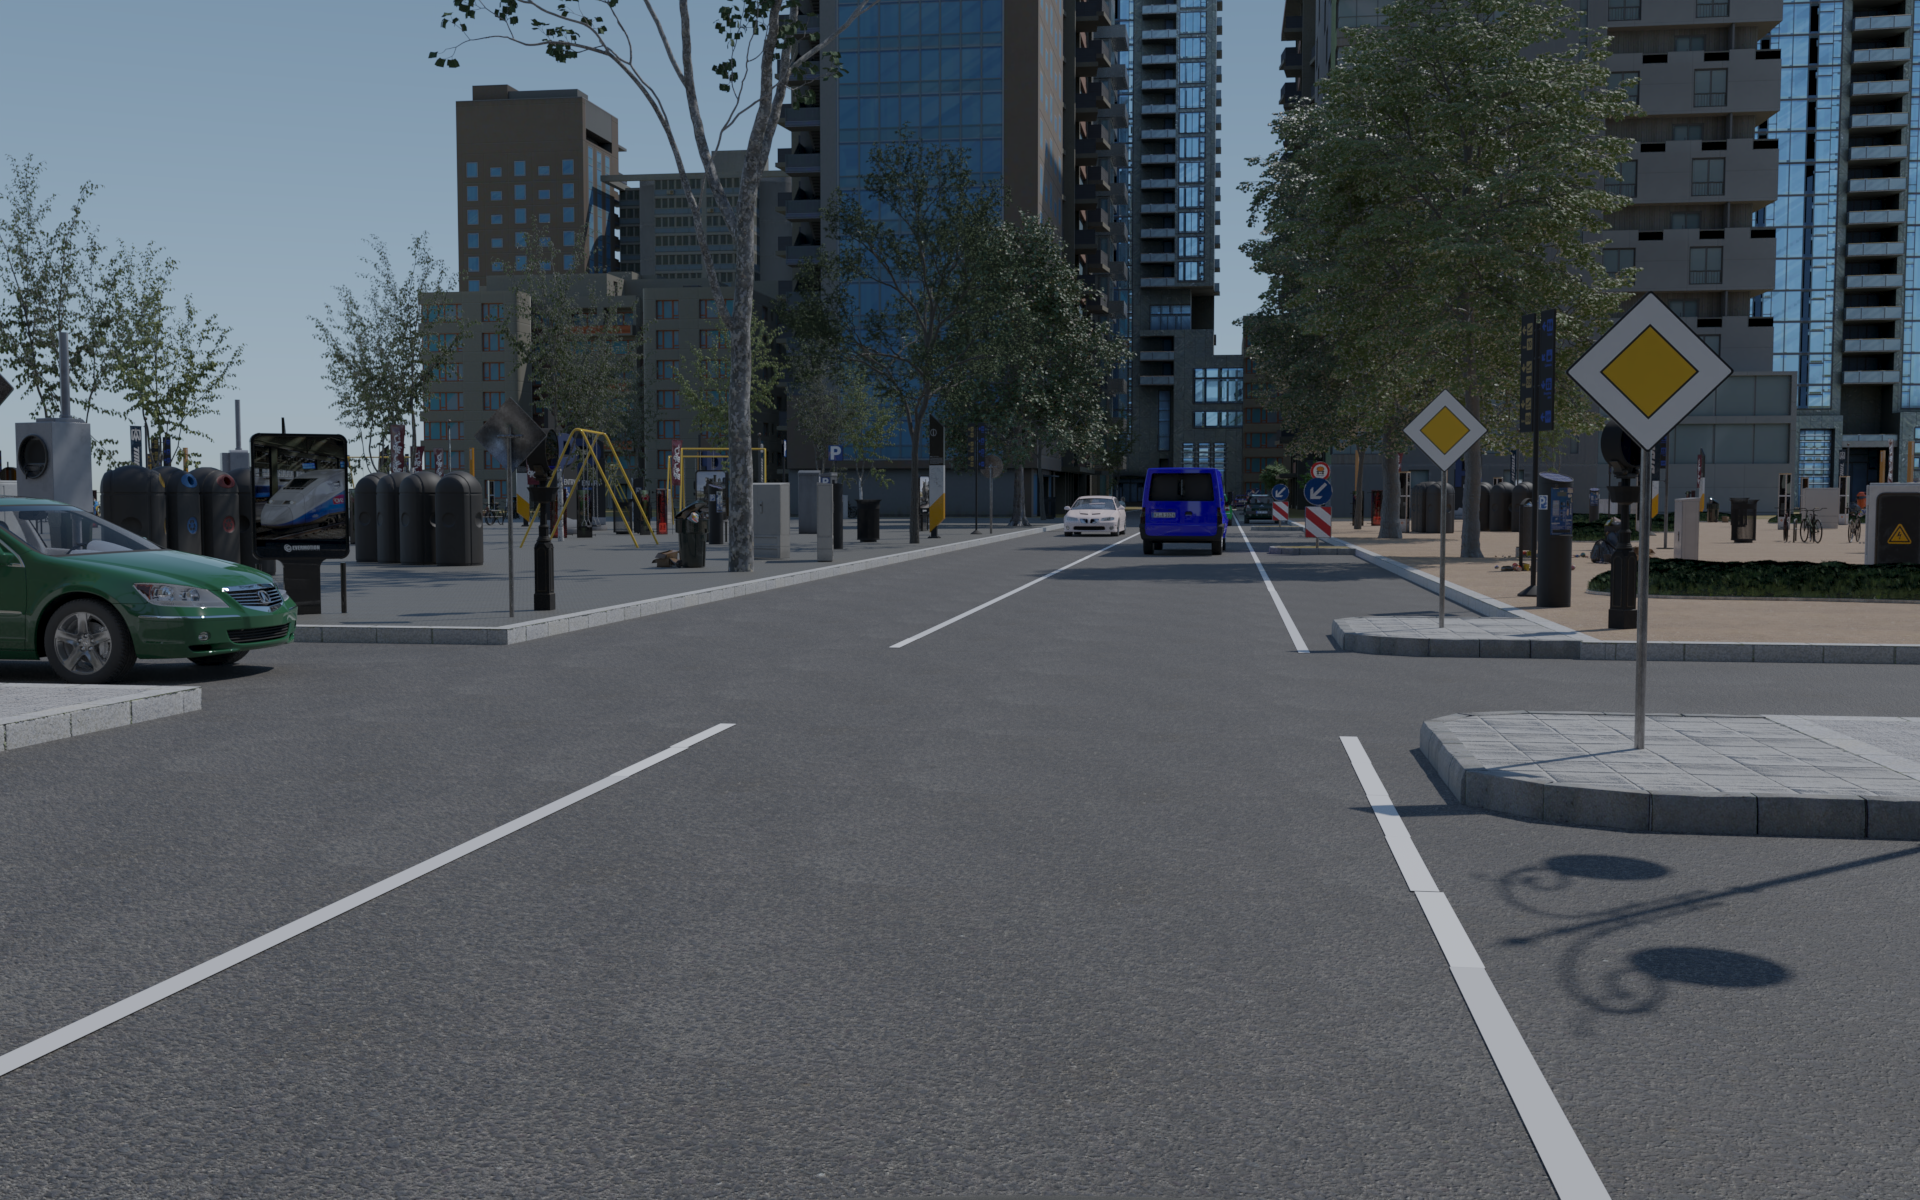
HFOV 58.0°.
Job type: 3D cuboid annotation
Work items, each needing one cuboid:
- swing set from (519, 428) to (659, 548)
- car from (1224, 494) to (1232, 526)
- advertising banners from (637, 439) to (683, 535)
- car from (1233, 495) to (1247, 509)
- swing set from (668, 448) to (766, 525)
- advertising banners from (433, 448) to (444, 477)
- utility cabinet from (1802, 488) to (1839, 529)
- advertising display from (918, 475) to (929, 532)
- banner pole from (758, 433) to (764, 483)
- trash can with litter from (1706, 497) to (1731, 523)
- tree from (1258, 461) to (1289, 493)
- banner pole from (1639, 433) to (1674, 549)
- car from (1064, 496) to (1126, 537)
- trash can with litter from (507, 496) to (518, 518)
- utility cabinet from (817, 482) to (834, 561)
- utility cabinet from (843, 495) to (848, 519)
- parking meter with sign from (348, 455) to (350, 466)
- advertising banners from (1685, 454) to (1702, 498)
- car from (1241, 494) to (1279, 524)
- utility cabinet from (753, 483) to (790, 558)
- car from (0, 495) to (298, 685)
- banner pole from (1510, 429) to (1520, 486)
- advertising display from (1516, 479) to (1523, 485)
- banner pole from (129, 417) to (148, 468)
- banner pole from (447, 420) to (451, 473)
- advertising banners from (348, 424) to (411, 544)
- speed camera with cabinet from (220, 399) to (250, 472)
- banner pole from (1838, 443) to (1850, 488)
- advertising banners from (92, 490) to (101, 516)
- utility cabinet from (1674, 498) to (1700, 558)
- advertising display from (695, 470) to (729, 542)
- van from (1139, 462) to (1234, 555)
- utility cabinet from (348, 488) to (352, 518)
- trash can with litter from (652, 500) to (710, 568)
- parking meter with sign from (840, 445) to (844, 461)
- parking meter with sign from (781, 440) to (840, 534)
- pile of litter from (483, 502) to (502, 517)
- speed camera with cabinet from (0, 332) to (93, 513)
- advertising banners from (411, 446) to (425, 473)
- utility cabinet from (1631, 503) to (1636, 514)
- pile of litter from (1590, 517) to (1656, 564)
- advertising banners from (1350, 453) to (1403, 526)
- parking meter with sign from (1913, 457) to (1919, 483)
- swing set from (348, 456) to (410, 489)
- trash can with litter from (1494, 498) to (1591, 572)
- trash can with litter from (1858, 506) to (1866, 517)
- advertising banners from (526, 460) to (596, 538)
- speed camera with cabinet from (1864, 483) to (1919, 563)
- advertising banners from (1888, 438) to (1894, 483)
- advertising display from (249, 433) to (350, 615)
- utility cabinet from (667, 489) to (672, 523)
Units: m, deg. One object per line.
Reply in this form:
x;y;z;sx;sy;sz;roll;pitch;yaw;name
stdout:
-9.093;-2.746;42.512;2.862;2.851;3.119;0;4;0;swing set
11.526;-4.311;79.276;1.959;1.807;4.718;0;4;7;car
-9.443;-3.577;54.676;0.090;3.025;2.074;2;4;34;advertising banners
26.854;-9.306;164.733;1.945;1.354;3.894;1;4;8;car
-8.181;-3.758;59.070;3.119;2.851;2.862;0;4;-6;swing set
-18.969;-4.206;64.961;2.074;3.025;0.090;2;4;29;advertising banners
31.400;-3.337;63.234;1.173;1.500;0.318;0;4;4;utility cabinet
-1.261;-3.323;59.543;0.123;1.923;0.974;1;4;19;advertising display
-8.184;-4.971;71.296;0.401;3.779;0.863;1;4;8;banner pole
34.150;-4.071;77.940;1.055;1.170;0.624;2;4;27;trash can with litter
30.435;-11.220;167.165;4.285;4.588;4.351;0;3;0;tree
16.290;-3.086;40.475;0.863;3.779;0.401;3;4;38;banner pole
4.715;-2.918;60.064;2.083;1.381;4.827;1;4;10;car
-23.730;-4.911;91.688;0.624;1.170;1.055;-3;4;-37;trash can with litter
-2.577;-1.503;33.246;0.318;1.500;1.173;0;4;-4;utility cabinet
-6.172;-4.836;90.228;0.306;1.237;1.020;-2;4;-26;utility cabinet
-27.388;-4.900;76.368;0.543;3.016;1.738;0;4;-4;parking meter with sign
32.679;-4.954;77.185;0.090;3.025;2.074;0;4;6;advertising banners
14.805;-4.595;84.906;2.009;1.686;4.222;1;4;10;car
-3.921;-1.570;34.346;1.173;1.500;0.318;3;4;36;utility cabinet
-7.834;-0.138;14.047;4.920;1.459;2.131;1;4;10;car
21.400;-4.695;66.781;0.401;3.779;0.863;-1;4;-9;banner pole
24.590;-4.355;76.426;0.123;1.923;0.974;3;4;36;advertising display
-26.437;-4.031;55.921;0.401;3.779;0.863;1;4;22;banner pole
-17.067;-4.157;57.988;0.401;3.779;0.863;-1;4;-18;banner pole
-14.719;-2.905;43.682;2.074;3.025;0.090;2;4;28;advertising banners
-14.584;-2.596;36.787;2.038;3.252;0.660;-2;4;-28;speed camera with cabinet
43.650;-5.842;85.534;0.401;3.779;0.863;-1;4;-12;banner pole
-33.146;-4.274;66.072;2.074;3.025;0.090;0;4;3;advertising banners
12.572;-1.152;29.996;0.306;1.237;1.020;1;4;16;utility cabinet
-6.645;-2.521;46.426;0.974;1.923;0.123;2;4;23;advertising display
5.557;-2.332;42.507;2.240;2.365;5.245;1;4;10;van
-23.732;-3.688;68.976;1.173;1.500;0.318;-2;4;-28;utility cabinet
-4.908;-1.154;30.260;1.055;1.170;0.624;2;4;24;trash can with litter
-4.662;-3.969;61.162;0.543;3.016;1.738;1;4;16;parking meter with sign
-4.848;-3.644;55.835;1.738;3.016;0.543;0;4;1;parking meter with sign
-26.004;-5.048;96.500;1.719;0.858;1.176;2;4;26;pile of litter
-11.652;-1.654;21.383;2.038;3.252;0.660;2;4;26;speed camera with cabinet
-20.384;-4.059;62.552;2.074;3.025;0.090;-1;4;-19;advertising banners
33.884;-4.754;86.398;0.318;1.500;1.173;0;4;-4;utility cabinet
12.456;-1.117;32.224;1.719;0.858;1.176;-2;4;-25;pile of litter
16.784;-4.498;69.726;2.074;3.025;0.090;1;4;11;advertising banners
44.563;-5.166;80.726;1.738;3.016;0.543;-3;4;-37;parking meter with sign
-24.220;-4.564;72.237;3.119;2.851;2.862;0;4;0;swing set
9.869;-1.111;29.222;1.678;1.210;2.233;3;5;44;trash can with litter
20.261;-1.631;38.054;1.055;1.170;0.624;-3;4;-39;trash can with litter
-11.680;-3.319;50.454;2.074;3.025;0.090;-1;4;-23;advertising banners
14.658;-1.924;25.787;2.038;3.252;0.660;2;4;28;speed camera with cabinet
29.830;-3.603;55.105;2.074;3.025;0.090;-3;5;-44;advertising banners
-7.015;-0.808;18.427;0.974;1.923;0.123;-2;4;-28;advertising display
-12.706;-4.025;74.491;0.318;1.500;1.173;0;4;7;utility cabinet
